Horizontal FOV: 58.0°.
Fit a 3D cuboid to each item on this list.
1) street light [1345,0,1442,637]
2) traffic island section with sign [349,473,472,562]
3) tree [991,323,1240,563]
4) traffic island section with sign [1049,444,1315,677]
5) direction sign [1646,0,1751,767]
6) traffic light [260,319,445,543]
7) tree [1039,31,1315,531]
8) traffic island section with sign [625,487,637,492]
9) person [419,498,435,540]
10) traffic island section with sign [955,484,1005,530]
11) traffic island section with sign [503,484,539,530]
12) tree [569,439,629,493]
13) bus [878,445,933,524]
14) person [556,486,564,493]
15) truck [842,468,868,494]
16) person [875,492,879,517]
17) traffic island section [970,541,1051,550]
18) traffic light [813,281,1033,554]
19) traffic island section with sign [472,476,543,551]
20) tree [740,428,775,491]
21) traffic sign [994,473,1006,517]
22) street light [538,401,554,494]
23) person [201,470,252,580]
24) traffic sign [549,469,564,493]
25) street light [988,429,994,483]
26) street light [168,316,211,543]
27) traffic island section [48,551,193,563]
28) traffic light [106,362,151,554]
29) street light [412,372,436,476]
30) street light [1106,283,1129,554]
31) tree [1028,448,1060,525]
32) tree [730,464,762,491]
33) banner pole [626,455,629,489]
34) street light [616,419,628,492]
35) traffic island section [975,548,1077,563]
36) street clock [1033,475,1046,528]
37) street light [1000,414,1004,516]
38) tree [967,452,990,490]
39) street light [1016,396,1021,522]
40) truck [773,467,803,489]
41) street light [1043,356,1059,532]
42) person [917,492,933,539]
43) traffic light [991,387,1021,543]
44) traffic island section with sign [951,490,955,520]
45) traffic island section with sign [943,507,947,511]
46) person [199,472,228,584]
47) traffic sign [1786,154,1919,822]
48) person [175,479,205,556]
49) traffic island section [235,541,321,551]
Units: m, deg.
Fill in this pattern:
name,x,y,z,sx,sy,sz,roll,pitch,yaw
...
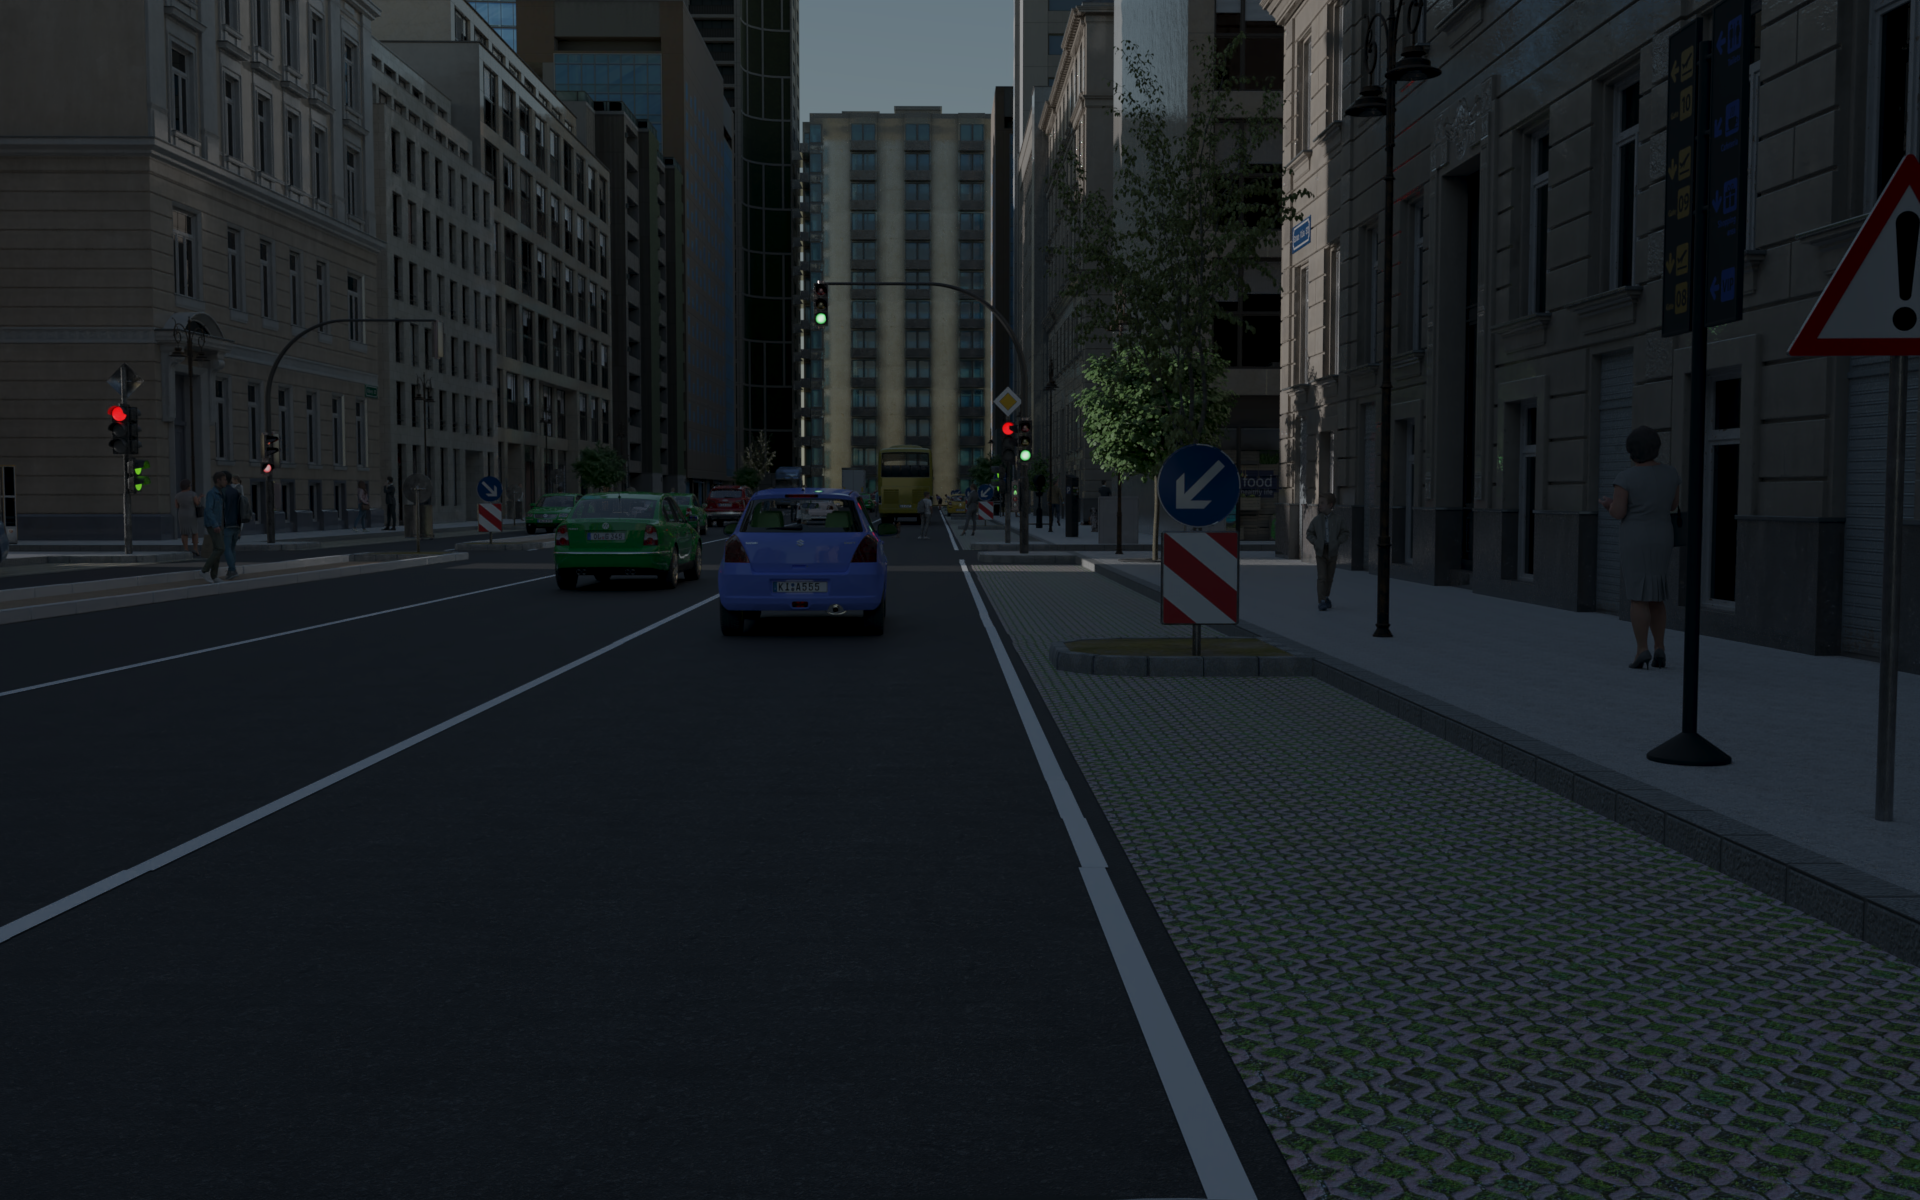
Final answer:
name,x,y,z,sx,sy,sz,roll,pitch,yaw
street light,3.802,-2.606,15.397,0.468,5.910,1.993,0,4,-1
traffic island section with sign,-11.905,-1.794,37.468,2.006,1.907,1.989,0,4,-1
tree,3.678,-3.011,32.948,4.285,4.588,4.351,0,3,0
traffic island section with sign,1.767,-0.355,14.432,1.989,1.847,2.006,0,4,-1
direction sign,3.507,-0.993,8.227,0.379,3.537,0.876,0,4,1
traffic light,-15.835,-4.305,45.060,4.771,5.953,1.251,0,4,-1
tree,3.418,-4.700,27.207,4.737,8.622,4.395,0,3,0
traffic island section with sign,-18.451,-5.407,97.031,1.989,1.847,2.006,0,4,-1
person,-16.707,-2.758,54.022,0.576,1.772,0.534,1,4,13
traffic island section with sign,0.905,-3.755,70.016,1.989,1.847,2.006,0,4,-1
traffic island section with sign,-18.018,-3.738,69.739,1.989,1.847,2.006,0,4,-1
tree,-21.432,-7.289,102.889,4.285,4.588,4.351,0,3,0
bus,-2.697,-5.776,85.991,2.896,3.916,12.252,0,4,-2
person,-17.004,-3.994,74.161,0.716,1.782,0.532,-1,4,-22
truck,-11.536,-12.232,188.901,2.839,4.237,11.283,0,4,-2
person,-4.966,-6.031,106.970,0.638,1.841,0.748,-1,4,-18
traffic island section,1.274,-1.415,45.420,2.009,0.180,2.903,0,4,-1
traffic light,-0.732,-3.821,37.147,4.771,5.953,1.251,0,4,-1
traffic island section with sign,-12.011,-2.247,44.875,2.006,1.907,1.989,0,4,-1
tree,-22.641,-14.891,193.828,4.360,8.622,3.978,0,3,0
traffic sign,2.251,-5.868,96.053,0.768,2.556,0.104,0,4,5
street light,-20.578,-6.938,86.224,0.468,5.910,1.993,0,4,-1
person,-12.284,-1.252,28.954,0.713,1.824,0.794,3,5,40
traffic sign,-20.415,-5.357,87.686,0.768,2.556,0.104,0,4,5
street light,2.142,-9.011,120.124,0.468,5.910,1.993,0,4,-1
street light,-20.042,-4.429,45.203,0.468,5.910,1.993,0,4,-1
traffic island section,-17.841,-0.909,37.142,2.009,0.180,2.903,0,4,-1
traffic light,-17.801,-2.941,37.008,0.839,4.253,0.868,0,4,-1
street light,-20.281,-5.684,65.714,0.468,5.910,1.993,0,4,-1
street light,3.397,-3.914,36.775,0.468,5.910,1.993,0,4,-1
tree,3.432,-4.776,72.681,1.663,3.219,1.824,0,3,0
tree,-22.980,-12.383,186.176,4.285,4.588,4.351,0,3,0
banner pole,-21.025,-7.313,109.576,0.401,3.779,0.863,0,4,1
street light,-20.958,-8.233,107.399,0.468,5.910,1.993,0,4,-1
traffic island section,1.398,-0.927,37.436,2.009,0.180,2.903,0,4,-1
street clock,2.974,-3.690,64.906,0.471,2.002,0.358,-3,5,-40
street light,2.490,-7.757,99.615,0.468,5.910,1.993,0,4,-1
tree,2.230,-8.805,127.679,4.285,4.588,4.351,0,3,0
street light,2.785,-6.481,78.753,0.468,5.910,1.993,0,4,-1
truck,-16.816,-11.483,177.503,2.967,4.110,18.799,0,4,0
street light,3.054,-5.227,58.242,0.468,5.910,1.993,0,4,-1
person,-1.132,-2.709,55.394,0.503,1.515,0.523,0,4,-7
traffic light,1.234,-3.449,45.305,0.839,4.253,0.868,0,4,-1
traffic island section with sign,0.481,-5.403,96.968,1.989,1.847,2.006,0,4,-1
traffic island section with sign,-0.311,-8.473,147.162,1.989,1.847,2.006,0,4,-1
person,-11.864,-1.144,27.541,0.444,1.785,0.601,0,4,-2
traffic sign,3.633,-0.412,6.735,0.884,2.594,0.081,0,4,1
person,-17.688,-1.902,39.956,0.716,1.782,0.532,0,4,-2
traffic island section,-17.965,-1.397,45.126,2.009,0.180,2.903,0,4,-1
